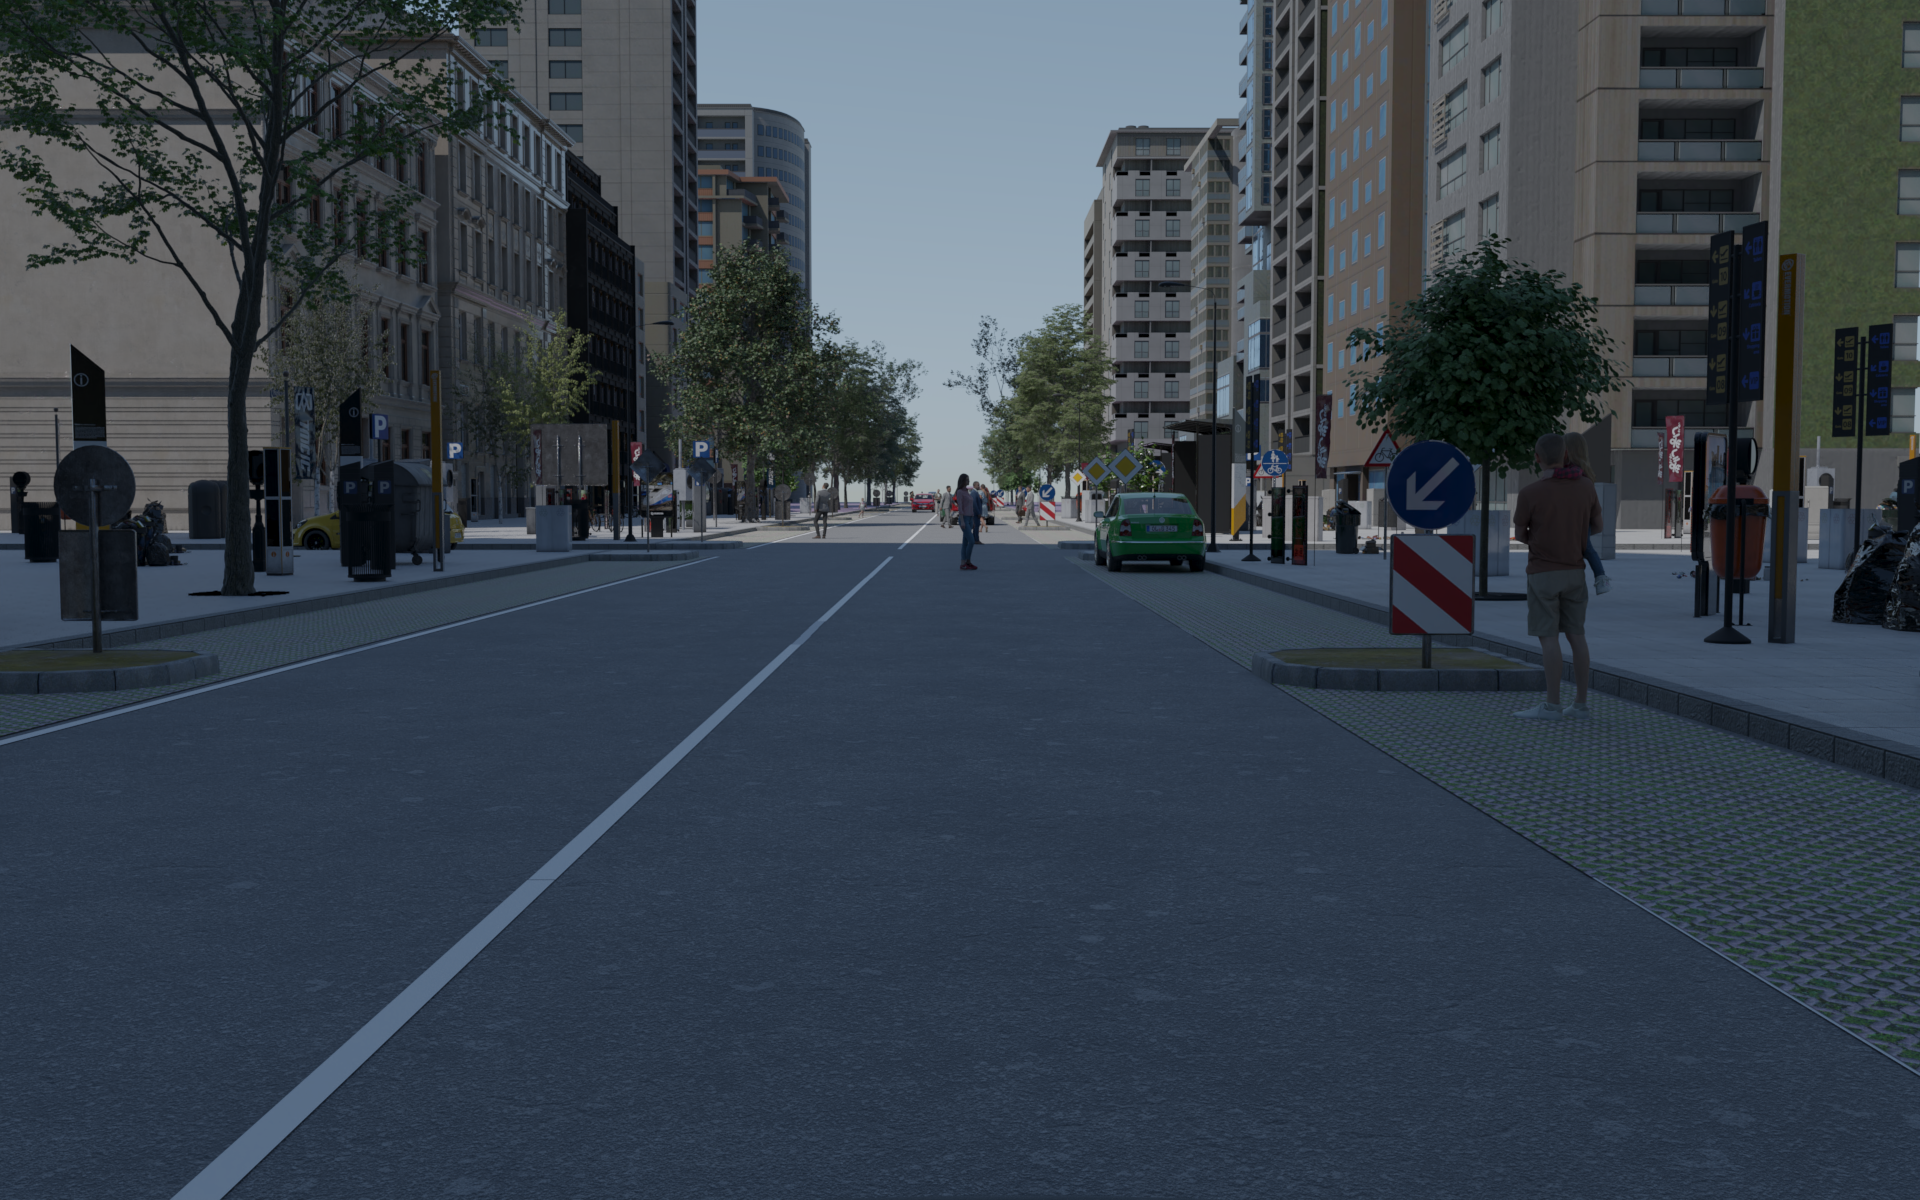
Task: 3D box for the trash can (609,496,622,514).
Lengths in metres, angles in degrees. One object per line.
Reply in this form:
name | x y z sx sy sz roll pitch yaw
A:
trash can | -20.568 -5.615 103.460 0.748 1.137 0.748 0 3 0

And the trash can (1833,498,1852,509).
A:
trash can | 30.231 -2.927 59.516 0.748 1.137 0.748 0 3 0

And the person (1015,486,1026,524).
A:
person | 2.922 -4.604 83.743 0.622 1.834 0.822 2 4 35

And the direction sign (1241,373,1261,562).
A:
direction sign | 5.567 -2.508 33.005 0.379 3.537 0.876 0 4 -6

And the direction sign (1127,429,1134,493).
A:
direction sign | 5.951 -4.184 60.410 0.379 3.537 0.876 0 4 -8

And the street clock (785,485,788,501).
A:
street clock | -9.701 -5.582 95.840 0.471 2.002 0.358 -1 4 -12

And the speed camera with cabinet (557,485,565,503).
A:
speed camera with cabinet | -20.880 -5.869 90.289 0.660 3.252 2.038 2 4 33

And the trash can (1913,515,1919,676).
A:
trash can | 6.709 0.012 11.450 0.748 1.137 0.748 0 3 0

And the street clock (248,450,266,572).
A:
street clock | -11.549 -1.464 28.514 0.471 2.002 0.358 0 4 -2

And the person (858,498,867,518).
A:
person | -5.800 -5.497 103.397 0.505 1.210 0.382 -2 4 -26

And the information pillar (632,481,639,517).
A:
information pillar | -18.144 -5.648 96.838 0.304 2.012 0.304 0 4 -2

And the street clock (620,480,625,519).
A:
street clock | -17.524 -5.220 89.918 0.358 2.002 0.471 0 4 -3

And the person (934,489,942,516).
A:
person | -1.387 -6.298 112.018 0.519 1.759 0.362 0 4 -7

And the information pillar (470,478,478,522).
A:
information pillar | -22.262 -4.580 79.372 0.304 2.012 0.304 -1 4 -9

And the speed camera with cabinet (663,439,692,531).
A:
speed camera with cabinet | -10.200 -4.125 61.781 0.660 3.252 2.038 2 4 25

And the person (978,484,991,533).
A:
person | 0.902 -3.408 64.308 0.616 1.811 0.778 -2 4 -28

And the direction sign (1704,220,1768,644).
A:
direction sign | 6.630 -1.398 14.854 0.379 3.537 0.876 0 4 -5

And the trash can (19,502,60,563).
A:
trash can | -17.244 -1.278 32.541 0.748 1.137 0.748 0 3 0

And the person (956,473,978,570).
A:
person | 0.113 -1.472 32.571 0.388 1.821 0.555 1 4 11

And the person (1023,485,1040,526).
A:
person | 2.944 -3.864 71.953 0.850 1.792 0.678 -1 4 -9

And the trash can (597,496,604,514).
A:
trash can | -21.854 -5.776 106.095 0.748 1.137 0.748 0 3 0

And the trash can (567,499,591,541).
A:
trash can | -10.530 -2.199 47.611 0.748 1.137 0.748 0 3 0

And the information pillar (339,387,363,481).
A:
information pillar | -13.304 -2.848 37.927 0.504 3.616 0.183 0 4 2

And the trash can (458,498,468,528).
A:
trash can | -18.177 -3.125 62.748 0.748 1.137 0.748 0 3 0

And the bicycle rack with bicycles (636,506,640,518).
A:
bicycle rack with bicycles | -18.214 -4.926 93.920 2.925 0.926 2.852 0 4 -5

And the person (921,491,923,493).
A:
person | -5.455 -14.620 247.552 0.705 1.822 1.348 -1 4 -9

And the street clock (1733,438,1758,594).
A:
street clock | 10.081 -1.086 22.325 0.358 2.002 0.471 3 5 41

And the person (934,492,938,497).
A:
person | -2.967 -13.558 230.997 1.217 1.723 0.721 0 4 -6

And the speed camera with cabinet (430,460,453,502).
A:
speed camera with cabinet | -14.799 -3.322 48.657 0.660 3.252 2.038 0 3 0

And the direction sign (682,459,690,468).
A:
direction sign | -13.644 -5.746 85.949 0.379 3.537 0.876 -3 4 -39

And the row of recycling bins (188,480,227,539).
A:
row of recycling bins | -21.855 -2.679 50.917 1.069 1.692 3.534 -1 4 -11

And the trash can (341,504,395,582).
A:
trash can | -8.679 -0.843 25.438 0.748 1.137 0.748 0 3 0

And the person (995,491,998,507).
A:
person | 3.698 -10.425 179.626 1.217 1.739 0.721 -2 4 -24

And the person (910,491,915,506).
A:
person | -5.609 -12.058 205.653 0.705 1.823 1.348 3 4 36

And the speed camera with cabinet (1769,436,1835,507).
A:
speed camera with cabinet | 28.656 -3.951 58.927 2.038 3.252 0.660 0 4 -8

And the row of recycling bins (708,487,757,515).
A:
row of recycling bins | -14.529 -6.367 111.217 3.534 1.692 1.069 -3 5 -39

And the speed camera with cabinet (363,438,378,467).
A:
speed camera with cabinet | -15.962 -3.162 46.033 0.660 3.252 2.038 -2 4 -30

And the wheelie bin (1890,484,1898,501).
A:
wheelie bin | 28.207 -2.679 51.709 0.980 1.594 0.693 -1 4 -14

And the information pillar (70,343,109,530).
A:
information pillar | -13.633 -2.188 27.124 0.504 3.616 0.183 -2 4 -30

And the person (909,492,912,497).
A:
person | -6.936 -14.555 247.201 0.721 1.743 1.217 2 4 34

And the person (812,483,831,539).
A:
person | -4.451 -2.874 55.671 0.592 1.802 0.473 -1 4 -21

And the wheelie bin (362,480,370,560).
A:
wheelie bin | -11.502 -1.576 33.673 0.693 1.594 0.980 0 4 -6

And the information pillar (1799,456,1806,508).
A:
information pillar | 16.068 -1.769 33.416 0.304 2.012 0.304 0 4 -6

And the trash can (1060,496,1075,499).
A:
trash can | 6.891 -6.173 112.585 0.748 1.137 0.748 0 3 0

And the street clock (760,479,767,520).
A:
street clock | -9.664 -4.934 85.235 0.358 2.002 0.471 1 4 16

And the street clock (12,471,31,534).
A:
street clock | -29.857 -3.094 55.149 0.471 2.002 0.358 0 4 2

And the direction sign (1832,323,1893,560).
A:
direction sign | 12.172 -1.923 23.433 0.379 3.537 0.876 -1 4 -23

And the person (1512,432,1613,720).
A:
person | 3.840 -0.156 11.031 0.573 1.828 0.580 2 4 31

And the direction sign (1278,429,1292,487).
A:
direction sign | 11.368 -4.198 60.629 0.379 3.537 0.876 -1 4 -21

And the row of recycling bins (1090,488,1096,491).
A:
row of recycling bins | 8.158 -5.804 102.013 1.069 1.692 3.534 0 4 -1

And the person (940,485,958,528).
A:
person | -0.518 -3.896 72.472 0.850 1.792 0.678 3 5 40

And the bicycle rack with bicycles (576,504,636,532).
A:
bicycle rack with bicycles | -12.768 -2.762 58.534 2.852 0.926 2.925 -1 4 -23

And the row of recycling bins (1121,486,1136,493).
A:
row of recycling bins | 8.594 -5.139 91.132 1.069 1.692 3.534 1 4 20

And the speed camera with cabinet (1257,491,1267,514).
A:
speed camera with cabinet | 14.363 -5.663 86.928 2.038 3.252 0.660 0 4 6

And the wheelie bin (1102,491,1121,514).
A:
wheelie bin | 7.000 -4.407 79.963 0.980 1.594 0.693 2 4 34

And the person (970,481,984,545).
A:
person | 0.463 -2.494 49.453 0.419 1.800 0.721 0 4 -5

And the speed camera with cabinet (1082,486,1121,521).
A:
speed camera with cabinet | 6.772 -5.405 82.707 2.038 3.252 0.660 -3 4 -37
